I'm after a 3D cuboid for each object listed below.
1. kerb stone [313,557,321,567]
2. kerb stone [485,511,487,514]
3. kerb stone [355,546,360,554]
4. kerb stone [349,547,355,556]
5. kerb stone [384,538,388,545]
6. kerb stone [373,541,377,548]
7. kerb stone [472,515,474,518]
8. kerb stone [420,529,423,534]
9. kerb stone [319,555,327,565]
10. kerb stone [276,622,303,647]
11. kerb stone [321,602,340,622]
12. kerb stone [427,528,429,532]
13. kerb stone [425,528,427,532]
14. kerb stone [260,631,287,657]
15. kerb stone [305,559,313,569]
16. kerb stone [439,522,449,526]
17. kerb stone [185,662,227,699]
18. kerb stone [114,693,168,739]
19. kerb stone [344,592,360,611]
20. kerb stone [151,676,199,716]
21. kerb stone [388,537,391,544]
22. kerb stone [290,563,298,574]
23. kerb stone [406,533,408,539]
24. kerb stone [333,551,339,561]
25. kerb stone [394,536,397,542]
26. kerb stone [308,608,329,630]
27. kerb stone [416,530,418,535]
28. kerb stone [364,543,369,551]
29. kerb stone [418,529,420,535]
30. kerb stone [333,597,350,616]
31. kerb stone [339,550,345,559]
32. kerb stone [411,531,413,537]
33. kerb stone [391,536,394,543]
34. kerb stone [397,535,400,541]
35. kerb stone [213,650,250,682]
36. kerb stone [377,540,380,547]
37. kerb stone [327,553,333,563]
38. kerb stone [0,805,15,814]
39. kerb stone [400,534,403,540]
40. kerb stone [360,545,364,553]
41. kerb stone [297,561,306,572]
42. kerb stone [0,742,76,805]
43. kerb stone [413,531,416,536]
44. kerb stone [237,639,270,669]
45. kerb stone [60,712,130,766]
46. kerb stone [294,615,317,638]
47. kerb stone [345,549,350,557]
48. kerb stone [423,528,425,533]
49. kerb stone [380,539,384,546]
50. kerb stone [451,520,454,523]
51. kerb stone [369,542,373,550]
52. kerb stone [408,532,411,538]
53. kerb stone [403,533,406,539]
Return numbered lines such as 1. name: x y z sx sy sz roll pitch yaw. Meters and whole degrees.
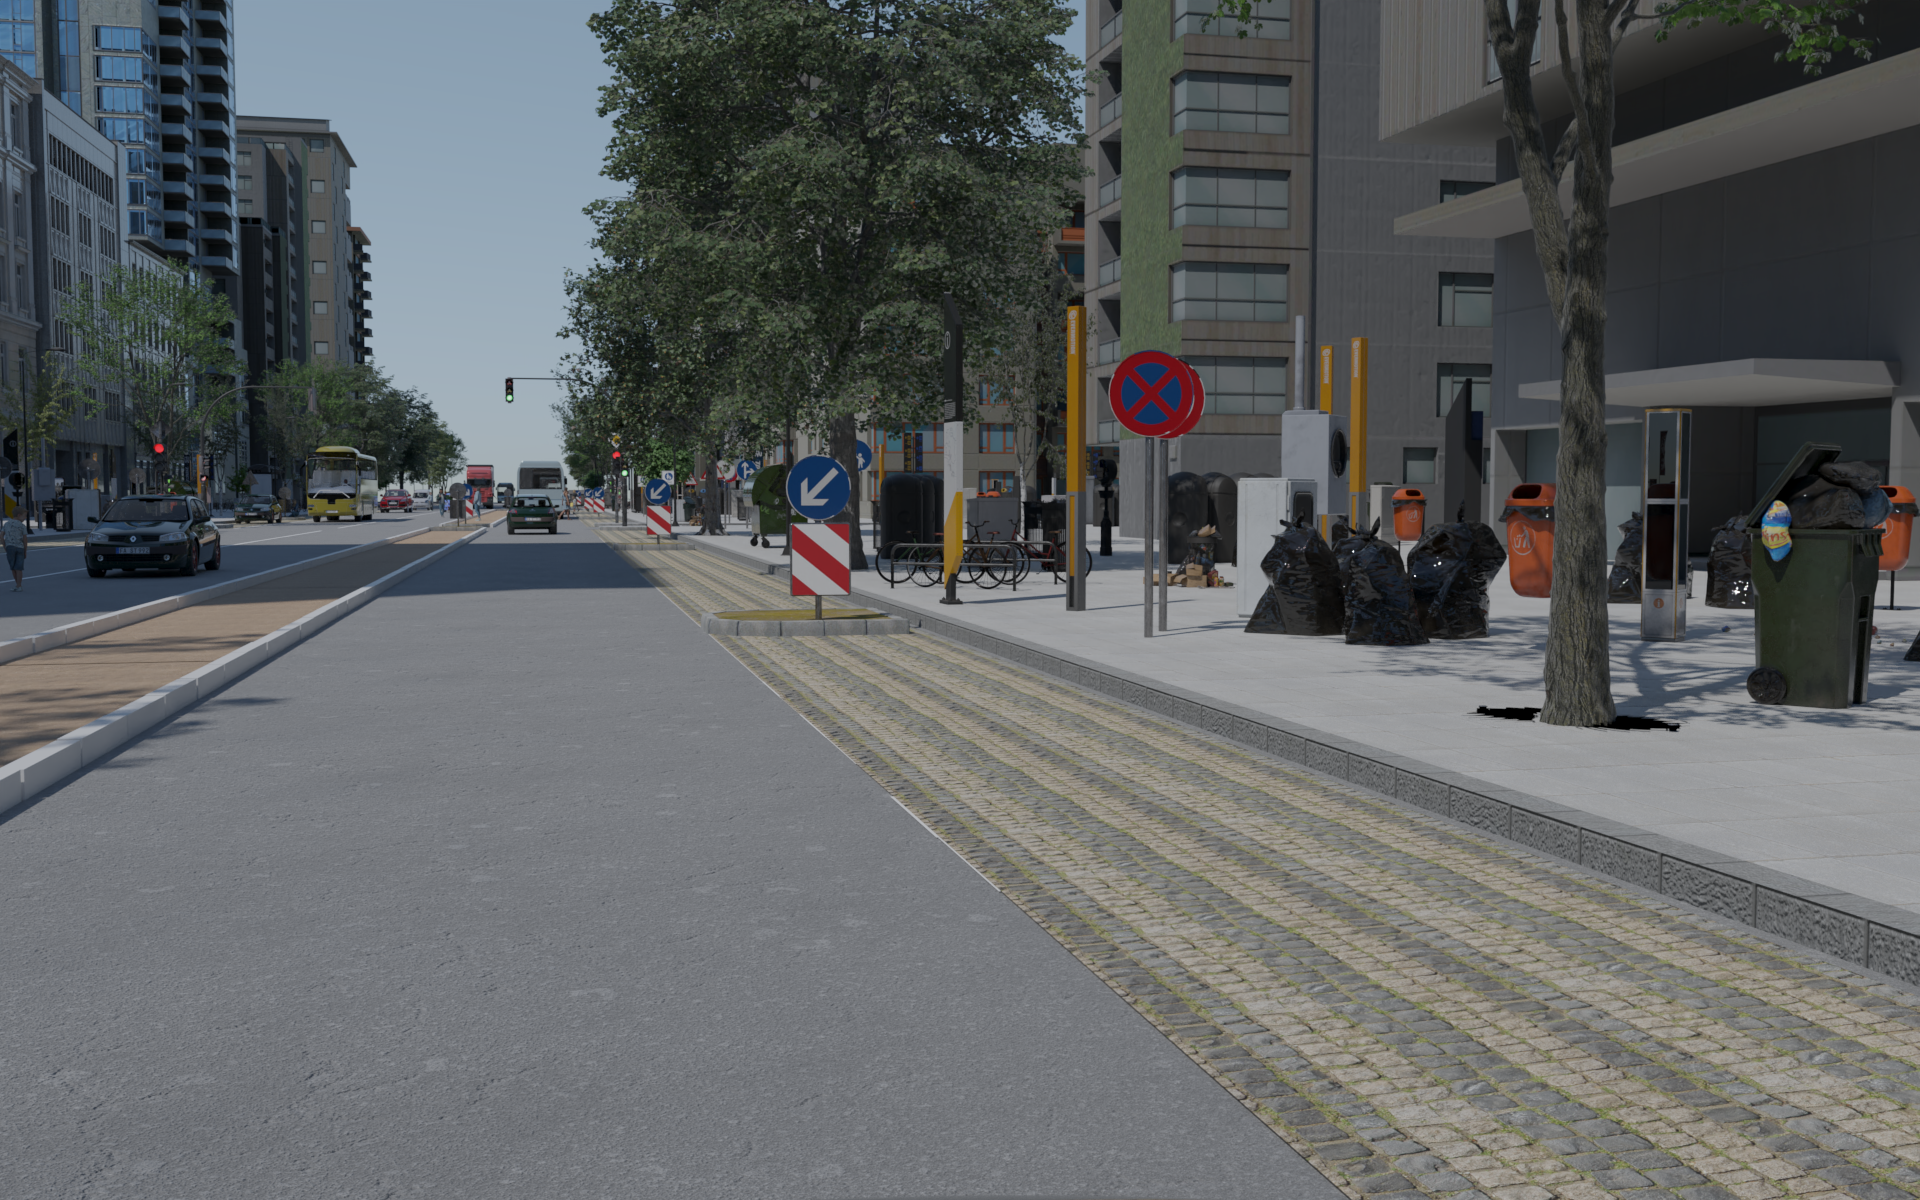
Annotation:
1. kerb stone: -12.706 -0.718 33.931 0.120 0.150 1.000 -1 4 -13
2. kerb stone: -33.381 -6.061 121.306 0.120 0.150 1.000 -1 4 -13
3. kerb stone: -14.358 -1.145 40.917 0.120 0.150 1.000 -1 4 -13
4. kerb stone: -14.126 -1.084 39.917 0.120 0.150 1.000 -1 4 -13
5. kerb stone: -16.012 -1.572 47.900 0.120 0.150 1.000 -1 4 -13
6. kerb stone: -15.309 -1.389 44.910 0.120 0.150 1.000 -1 4 -13
7. kerb stone: -28.652 -4.835 101.335 0.120 0.150 1.000 -1 4 -13
8. kerb stone: -19.089 -2.368 60.906 0.120 0.150 1.000 -1 4 -13
9. kerb stone: -12.940 -0.776 34.926 0.120 0.150 1.000 -1 4 -13
10. kerb stone: -6.437 0.351 16.540 0.120 0.150 1.000 -1 4 -13
11. kerb stone: -7.148 0.163 19.531 0.120 0.150 1.000 -1 4 -13
12. kerb stone: -19.800 -2.546 63.900 0.120 0.150 1.000 -1 4 -13
13. kerb stone: -19.556 -2.490 62.907 0.120 0.150 1.000 -1 4 -13
14. kerb stone: -6.199 0.412 15.546 0.120 0.150 1.000 -1 4 -13
15. kerb stone: -12.473 -0.656 32.927 0.120 0.150 1.000 -1 4 -13
16. kerb stone: -22.759 -3.315 76.402 0.120 0.150 1.000 -1 4 -13
17. kerb stone: -5.487 0.590 12.551 0.120 0.150 1.000 -1 4 -13
18. kerb stone: -5.019 0.716 10.558 0.120 0.150 1.000 -1 4 -13
19. kerb stone: -7.611 0.041 21.523 0.120 0.150 1.000 -1 4 -13
20. kerb stone: -5.257 0.653 11.555 0.120 0.150 1.000 -1 4 -13
21. kerb stone: -16.245 -1.632 48.900 0.120 0.150 1.000 -1 4 -13
22. kerb stone: -12.000 -0.535 30.937 0.120 0.150 1.000 -1 4 -13
23. kerb stone: -17.669 -1.998 54.904 0.120 0.150 1.000 -1 4 -13
24. kerb stone: -13.413 -0.899 36.921 0.120 0.150 1.000 -1 4 -13
25. kerb stone: -16.731 -1.755 50.917 0.120 0.150 1.000 -1 4 -13
26. kerb stone: -6.908 0.224 18.537 0.120 0.150 1.000 -1 4 -13
27. kerb stone: -18.618 -2.245 58.904 0.120 0.150 1.000 -1 4 -13
28. kerb stone: -14.831 -1.267 42.915 0.120 0.150 1.000 -1 4 -13
29. kerb stone: -18.854 -2.306 59.911 0.120 0.150 1.000 -1 4 -13
30. kerb stone: -7.382 0.102 20.527 0.120 0.150 1.000 -1 4 -13
31. kerb stone: -13.650 -0.961 37.916 0.120 0.150 1.000 -1 4 -13
32. kerb stone: -18.144 -2.118 56.907 0.120 0.150 1.000 -1 4 -13
33. kerb stone: -16.484 -1.695 49.917 0.120 0.150 1.000 -1 4 -13
34. kerb stone: -16.961 -1.818 51.916 0.120 0.150 1.000 -1 4 -13
35. kerb stone: -5.724 0.529 13.545 0.120 0.150 1.000 -1 4 -13
36. kerb stone: -15.546 -1.448 45.907 0.120 0.150 1.000 -1 4 -13
37. kerb stone: -13.177 -0.840 35.926 0.120 0.150 1.000 -1 4 -13
38. kerb stone: -4.316 0.895 7.566 0.120 0.150 1.000 -1 4 -13
39. kerb stone: -17.193 -1.873 52.914 0.120 0.150 1.000 -1 4 -13
40. kerb stone: -14.598 -1.206 41.919 0.120 0.150 1.000 -1 4 -13
41. kerb stone: -12.242 -0.588 31.931 0.120 0.150 1.000 -1 4 -13
42. kerb stone: -4.547 0.838 8.569 0.120 0.150 1.000 -1 4 -13
43. kerb stone: -18.382 -2.184 57.901 0.120 0.150 1.000 -1 4 -13
44. kerb stone: -5.962 0.468 14.539 0.120 0.150 1.000 -1 4 -13
45. kerb stone: -4.781 0.773 9.564 0.120 0.150 1.000 -1 4 -13
46. kerb stone: -6.666 0.287 17.537 0.120 0.150 1.000 -1 4 -13
47. kerb stone: -13.891 -1.020 38.922 0.120 0.150 1.000 -1 4 -13
48. kerb stone: -19.325 -2.426 61.901 0.120 0.150 1.000 -1 4 -13
49. kerb stone: -15.779 -1.510 46.905 0.120 0.150 1.000 -1 4 -13
50. kerb stone: -23.696 -3.556 80.388 0.120 0.150 1.000 -1 4 -13
51. kerb stone: -15.073 -1.328 43.908 0.120 0.150 1.000 -1 4 -13
52. kerb stone: -17.909 -2.056 55.903 0.120 0.150 1.000 -1 4 -13
53. kerb stone: -17.439 -1.939 53.906 0.120 0.150 1.000 -1 4 -13
